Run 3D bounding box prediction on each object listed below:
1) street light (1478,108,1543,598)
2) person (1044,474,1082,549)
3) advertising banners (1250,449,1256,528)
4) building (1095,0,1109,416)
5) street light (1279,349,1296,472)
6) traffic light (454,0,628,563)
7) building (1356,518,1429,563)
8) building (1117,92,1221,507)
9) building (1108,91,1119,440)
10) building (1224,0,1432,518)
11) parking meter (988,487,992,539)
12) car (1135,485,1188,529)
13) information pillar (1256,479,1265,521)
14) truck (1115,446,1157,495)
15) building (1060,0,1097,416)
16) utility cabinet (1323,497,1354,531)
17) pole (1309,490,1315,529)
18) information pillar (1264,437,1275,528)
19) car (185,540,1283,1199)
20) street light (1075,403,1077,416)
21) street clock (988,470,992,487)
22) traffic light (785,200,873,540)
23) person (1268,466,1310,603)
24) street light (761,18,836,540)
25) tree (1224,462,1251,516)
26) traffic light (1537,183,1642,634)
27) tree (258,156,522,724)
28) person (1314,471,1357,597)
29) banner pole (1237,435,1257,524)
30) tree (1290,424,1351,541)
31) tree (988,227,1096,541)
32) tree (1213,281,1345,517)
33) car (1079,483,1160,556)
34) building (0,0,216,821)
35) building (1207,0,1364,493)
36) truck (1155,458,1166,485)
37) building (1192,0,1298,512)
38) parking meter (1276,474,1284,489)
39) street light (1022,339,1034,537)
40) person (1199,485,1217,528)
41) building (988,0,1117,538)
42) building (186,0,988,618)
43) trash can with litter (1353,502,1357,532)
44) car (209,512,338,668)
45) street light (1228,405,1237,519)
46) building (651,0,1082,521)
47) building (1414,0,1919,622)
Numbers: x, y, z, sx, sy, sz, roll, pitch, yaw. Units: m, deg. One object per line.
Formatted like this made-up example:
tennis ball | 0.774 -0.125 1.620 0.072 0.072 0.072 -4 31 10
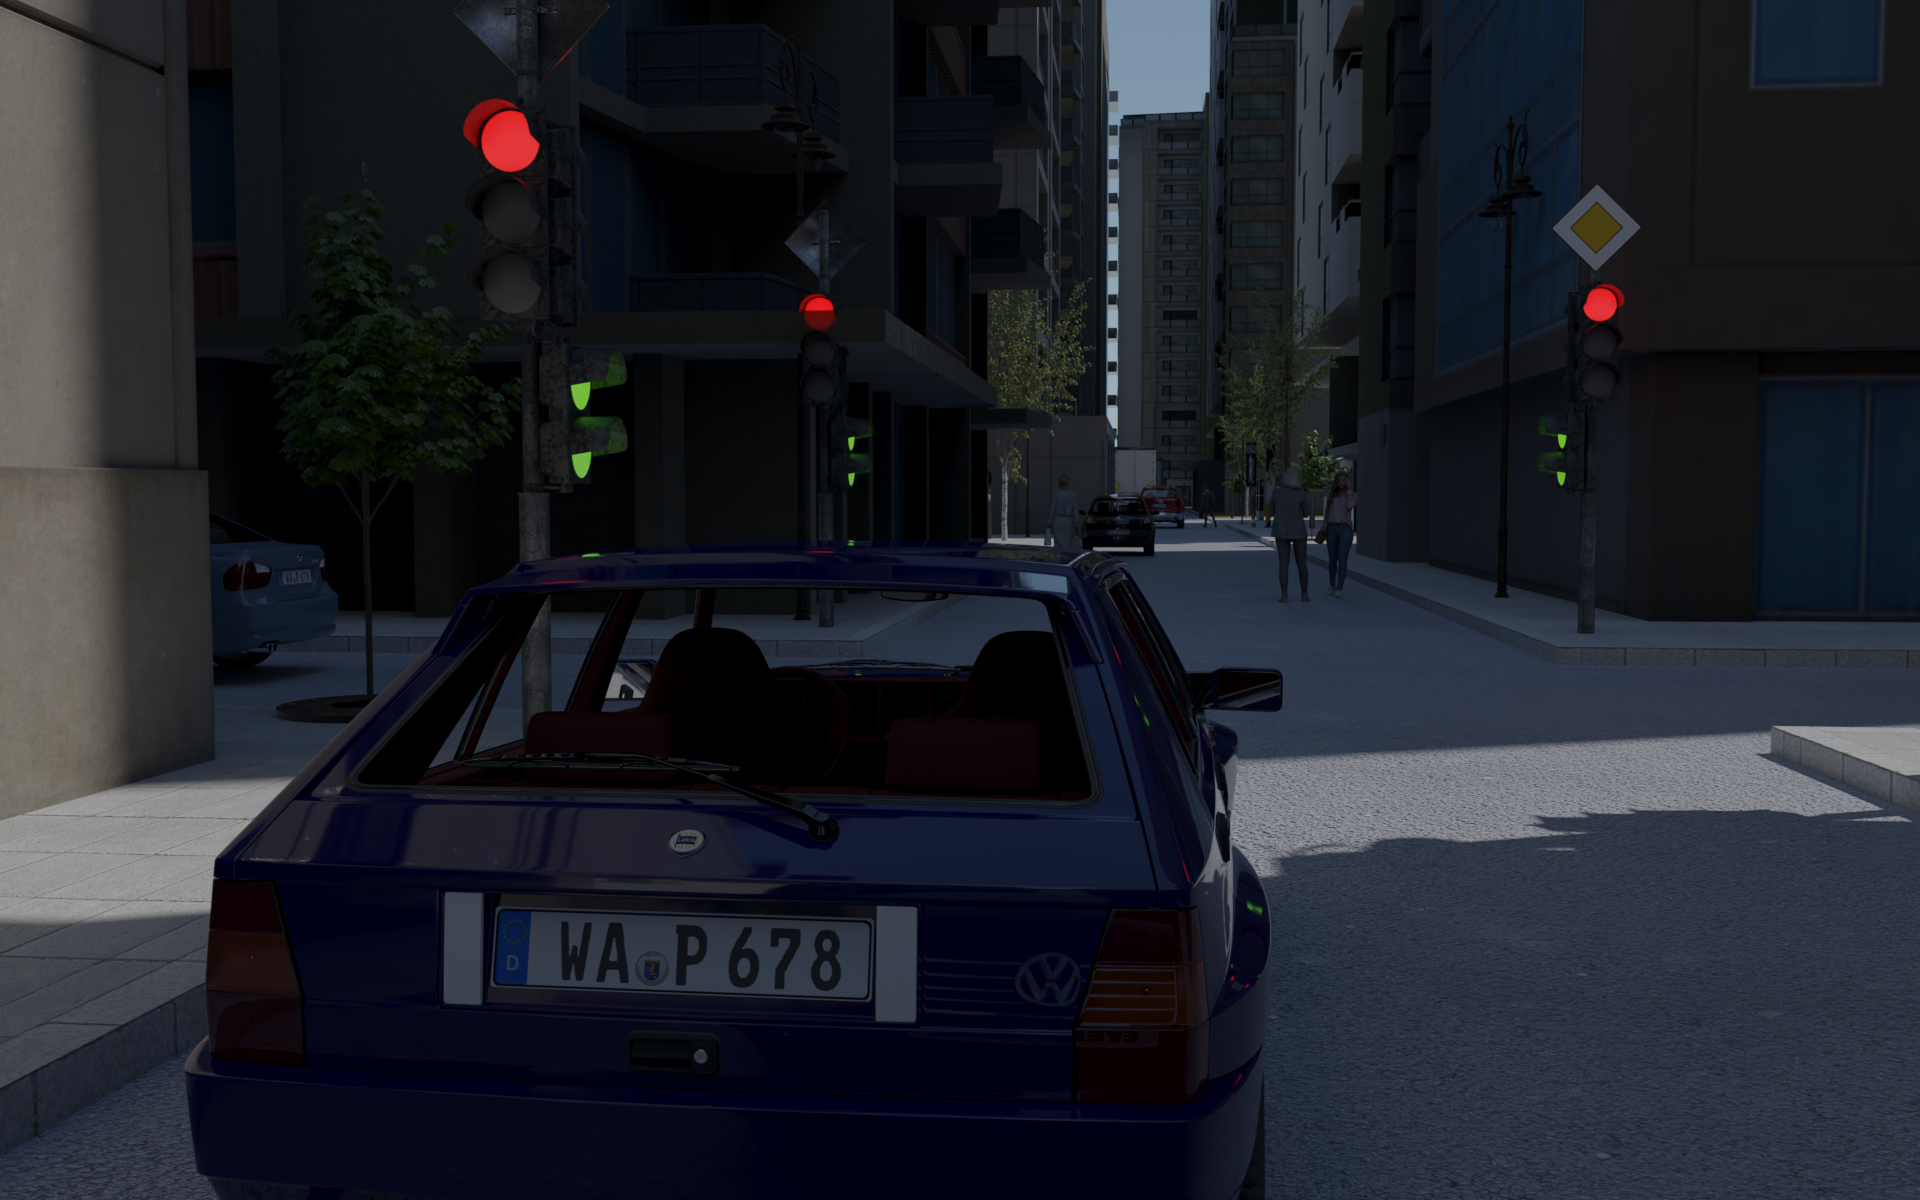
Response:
street light | 6.715 -2.966 21.288 0.468 5.910 1.993 0 4 6
person | 1.799 -1.327 30.551 0.694 1.780 0.624 1 4 10
advertising banners | 11.328 -4.331 66.992 0.090 3.025 2.074 0 4 4
building | 6.455 -31.207 160.341 14.200 45.320 14.600 0 4 6
street light | 10.476 -5.062 55.552 0.468 5.910 1.993 0 4 6
traffic light | -2.120 -1.206 8.642 0.839 4.253 0.868 0 4 6
building | 15.715 -16.265 37.642 14.160 30.474 14.107 0 4 6
building | 23.398 -30.362 180.013 14.086 41.232 14.154 0 4 6
building | 1.733 -34.680 186.625 30.456 49.044 23.786 0 4 6
building | 23.936 -20.692 110.011 14.160 30.474 14.107 0 4 6
parking meter | 0.715 -2.514 49.510 0.372 1.533 0.369 0 3 0
car | 8.543 -3.978 73.712 2.281 1.827 5.304 0 4 8
information pillar | 14.558 -4.862 83.982 0.304 2.012 0.304 -1 4 -16
truck | 10.857 -7.264 107.681 2.839 4.237 11.283 0 4 6
building | 2.831 -27.174 127.895 14.154 41.232 14.086 0 4 6
utility cabinet | 11.589 -2.561 53.038 1.020 1.237 0.306 -2 4 -33
pole | 13.061 -4.300 64.142 0.158 3.312 0.155 0 3 0
information pillar | 11.831 -4.570 66.067 0.183 3.616 0.504 3 5 44
car | -0.157 0.504 4.333 1.945 1.354 3.894 0 4 8
street light | 5.755 -6.934 86.156 0.468 5.910 1.993 0 4 6
street clock | 0.775 -2.941 52.657 0.358 2.002 0.471 2 4 25
traffic light | -1.272 -1.692 16.582 0.839 4.253 0.868 0 4 6
person | 4.371 -0.876 23.013 0.537 1.800 0.526 2 4 24
street light | -1.606 -2.733 17.480 0.468 5.910 1.993 0 4 6
tree | 16.746 -6.662 103.530 1.663 3.219 1.824 0 3 0
traffic light | 5.751 -1.647 15.851 0.839 4.253 0.868 0 4 6
tree | -3.451 -0.939 9.957 1.663 3.219 1.824 0 3 0
person | 5.286 -0.926 24.235 0.593 1.750 0.643 2 4 30
banner pole | 12.221 -5.111 73.581 0.863 3.779 0.401 2 4 31
tree | 9.664 -3.241 47.586 1.663 3.219 1.824 0 3 0
tree | 1.460 -5.932 47.347 4.737 8.622 4.395 0 3 0
tree | 10.929 -6.670 59.419 4.737 8.622 4.395 0 3 0
car | 3.800 -1.943 41.556 2.009 1.686 4.222 0 4 5
building | -18.523 -10.317 1.974 30.059 22.955 16.112 0 4 6
building | 35.445 -34.277 149.675 28.713 52.752 27.495 0 4 6
truck | 14.984 -9.146 138.445 2.839 4.237 11.283 0 4 8
building | 27.745 -42.051 125.788 20.563 71.187 20.611 0 4 6
parking meter | 9.307 -2.713 50.061 0.255 1.863 0.399 -1 4 -14
street light | 2.022 -4.823 51.648 0.468 5.910 1.993 0 4 6
person | 10.654 -4.029 74.334 0.622 1.834 0.822 -1 4 -23
building | -4.459 -38.240 63.484 20.563 71.187 20.611 0 4 6
building | -9.809 -22.986 30.440 22.147 44.769 28.867 0 4 6
trash can with litter | 13.072 -2.820 57.495 1.055 1.170 0.624 -1 4 -9
car | -7.283 -0.102 13.669 4.499 1.417 2.014 0 4 5
street light | 14.142 -7.159 89.841 0.468 5.910 1.993 0 4 6
building | -3.929 -27.632 106.404 22.147 44.769 28.867 0 4 6
building | 14.290 -22.736 21.844 14.200 45.320 14.600 0 4 6
